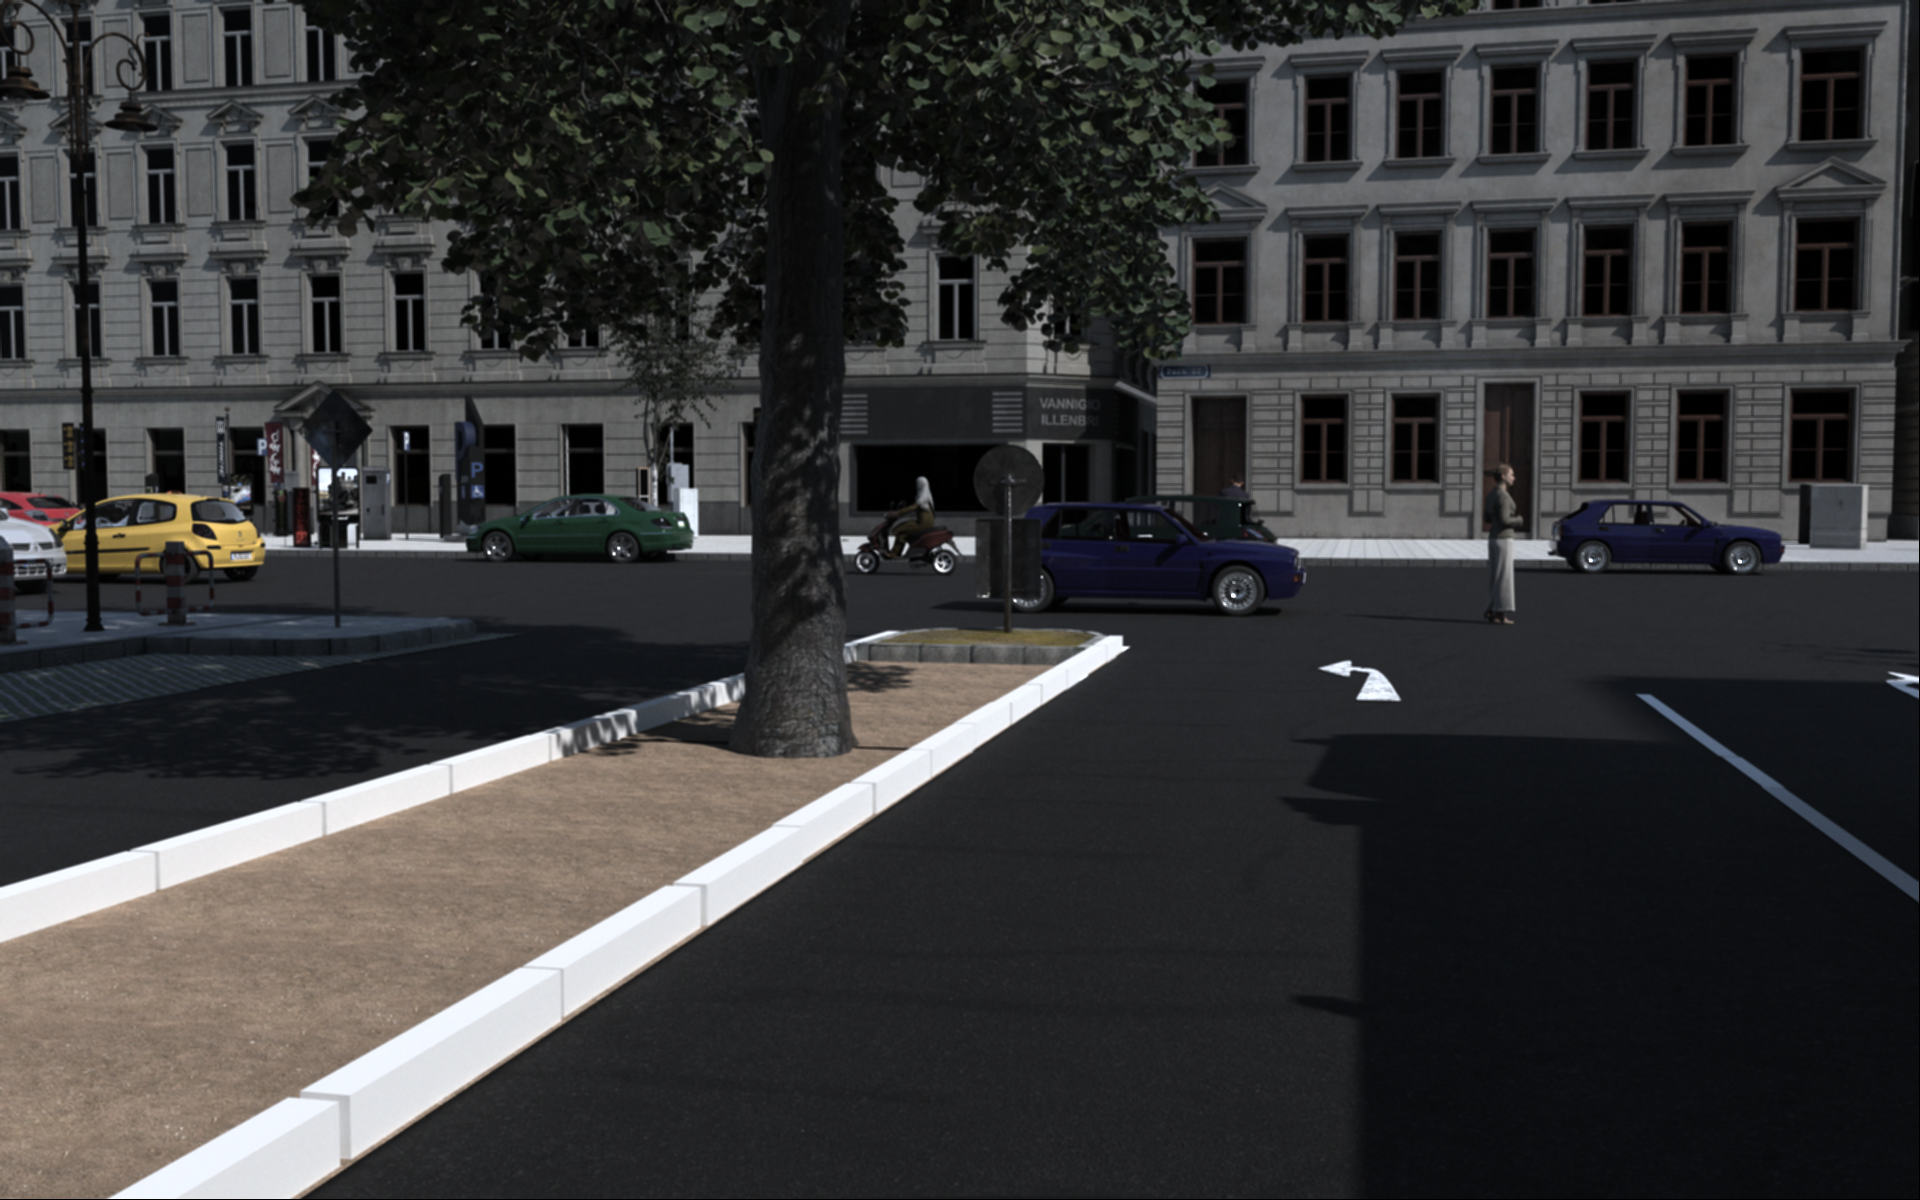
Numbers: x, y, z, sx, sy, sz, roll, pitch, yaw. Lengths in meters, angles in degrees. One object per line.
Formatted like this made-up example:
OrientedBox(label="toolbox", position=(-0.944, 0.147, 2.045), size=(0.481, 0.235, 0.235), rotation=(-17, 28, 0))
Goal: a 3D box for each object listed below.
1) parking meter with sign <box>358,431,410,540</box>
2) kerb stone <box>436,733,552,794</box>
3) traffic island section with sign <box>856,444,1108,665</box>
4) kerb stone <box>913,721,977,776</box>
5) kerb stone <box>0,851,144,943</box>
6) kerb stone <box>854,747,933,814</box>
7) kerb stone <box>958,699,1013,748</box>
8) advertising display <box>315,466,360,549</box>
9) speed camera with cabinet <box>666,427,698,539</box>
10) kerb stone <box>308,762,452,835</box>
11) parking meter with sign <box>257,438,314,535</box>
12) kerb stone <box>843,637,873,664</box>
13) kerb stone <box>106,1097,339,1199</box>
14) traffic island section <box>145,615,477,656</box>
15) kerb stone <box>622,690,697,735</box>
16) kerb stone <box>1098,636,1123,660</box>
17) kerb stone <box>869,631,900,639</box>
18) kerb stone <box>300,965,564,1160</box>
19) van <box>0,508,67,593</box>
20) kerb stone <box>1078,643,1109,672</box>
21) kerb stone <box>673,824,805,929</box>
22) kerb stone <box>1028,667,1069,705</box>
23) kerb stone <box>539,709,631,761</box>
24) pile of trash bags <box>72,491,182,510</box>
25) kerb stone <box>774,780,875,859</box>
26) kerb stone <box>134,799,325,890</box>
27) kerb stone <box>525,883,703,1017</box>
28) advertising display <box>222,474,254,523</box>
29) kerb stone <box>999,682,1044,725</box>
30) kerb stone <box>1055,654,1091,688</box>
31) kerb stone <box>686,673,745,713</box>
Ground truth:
OrientedBox(label="parking meter with sign", position=(-16.241, -3.175, 48.179), size=(1.738, 3.016, 0.543), rotation=(0, 4, -1))
OrientedBox(label="kerb stone", position=(-2.354, 0.824, 8.723), size=(0.120, 0.150, 1.000), rotation=(1, 4, 13))
OrientedBox(label="traffic island section with sign", position=(0.305, -0.447, 15.452), size=(2.006, 1.907, 1.989), rotation=(1, 4, 13))
OrientedBox(label="kerb stone", position=(-0.088, 0.796, 9.198), size=(0.120, 0.150, 1.000), rotation=(1, 4, 13))
OrientedBox(label="kerb stone", position=(-3.050, 1.008, 5.723), size=(0.120, 0.150, 1.000), rotation=(1, 4, 13))
OrientedBox(label="kerb stone", position=(-0.318, 0.856, 8.198), size=(0.120, 0.150, 1.000), rotation=(1, 4, 13))
OrientedBox(label="kerb stone", position=(0.139, 0.734, 10.197), size=(0.120, 0.150, 1.000), rotation=(1, 4, 13))
OrientedBox(label="advertising display", position=(-14.544, -2.159, 40.516), size=(0.974, 1.923, 0.123), rotation=(-3, 4, -36))
OrientedBox(label="speed camera with cabinet", position=(-8.132, -3.449, 50.729), size=(0.660, 3.252, 2.038), rotation=(-1, 4, -19))
OrientedBox(label="kerb stone", position=(-2.587, 0.885, 7.719), size=(0.120, 0.150, 1.000), rotation=(1, 4, 13))
OrientedBox(label="parking meter with sign", position=(-21.317, -3.583, 54.850), size=(0.543, 3.016, 1.738), rotation=(2, 4, 30))
OrientedBox(label="kerb stone", position=(-0.957, 0.457, 14.725), size=(0.120, 0.150, 1.000), rotation=(1, 4, 13))
OrientedBox(label="kerb stone", position=(-1.483, 1.163, 3.189), size=(0.120, 0.150, 1.000), rotation=(1, 4, 13))
OrientedBox(label="traffic island section", position=(-6.011, 0.343, 16.670), size=(2.009, 0.180, 2.903), rotation=(1, 4, 13))
OrientedBox(label="kerb stone", position=(-1.889, 0.705, 10.731), size=(0.120, 0.150, 1.000), rotation=(1, 4, 13))
OrientedBox(label="kerb stone", position=(1.302, 0.428, 15.199), size=(0.120, 0.150, 1.000), rotation=(1, 4, 13))
OrientedBox(label="kerb stone", position=(-0.728, 0.395, 15.729), size=(0.120, 0.150, 1.000), rotation=(1, 4, 13))
OrientedBox(label="kerb stone", position=(-1.247, 1.101, 4.198), size=(0.120, 0.150, 1.000), rotation=(1, 4, 13))
OrientedBox(label="van", position=(-14.948, -1.092, 24.865), size=(4.112, 2.044, 2.013), rotation=(1, 4, 14))
OrientedBox(label="kerb stone", position=(1.070, 0.493, 14.198), size=(0.120, 0.150, 1.000), rotation=(1, 4, 13))
OrientedBox(label="kerb stone", position=(-0.777, 0.980, 6.201), size=(0.120, 0.150, 1.000), rotation=(1, 4, 13))
OrientedBox(label="kerb stone", position=(0.610, 0.611, 12.200), size=(0.120, 0.150, 1.000), rotation=(1, 4, 13))
OrientedBox(label="kerb stone", position=(-2.122, 0.766, 9.727), size=(0.120, 0.150, 1.000), rotation=(1, 4, 13))
OrientedBox(label="pile of trash bags", position=(-25.686, -2.674, 53.480), size=(1.912, 1.369, 3.447), rotation=(3, 5, 42))
OrientedBox(label="kerb stone", position=(-0.559, 0.919, 7.202), size=(0.120, 0.150, 1.000), rotation=(1, 4, 13))
OrientedBox(label="kerb stone", position=(-2.821, 0.946, 6.721), size=(0.120, 0.150, 1.000), rotation=(1, 4, 13))
OrientedBox(label="kerb stone", position=(-1.022, 1.045, 5.205), size=(0.120, 0.150, 1.000), rotation=(1, 4, 13))
OrientedBox(label="advertising display", position=(-22.694, -3.012, 54.453), size=(0.974, 1.923, 0.123), rotation=(0, 4, 6))
OrientedBox(label="kerb stone", position=(0.375, 0.677, 11.203), size=(0.120, 0.150, 1.000), rotation=(1, 4, 13))
OrientedBox(label="kerb stone", position=(0.842, 0.550, 13.198), size=(0.120, 0.150, 1.000), rotation=(1, 4, 13))
OrientedBox(label="kerb stone", position=(-1.652, 0.640, 11.730), size=(0.120, 0.150, 1.000), rotation=(1, 4, 13))
